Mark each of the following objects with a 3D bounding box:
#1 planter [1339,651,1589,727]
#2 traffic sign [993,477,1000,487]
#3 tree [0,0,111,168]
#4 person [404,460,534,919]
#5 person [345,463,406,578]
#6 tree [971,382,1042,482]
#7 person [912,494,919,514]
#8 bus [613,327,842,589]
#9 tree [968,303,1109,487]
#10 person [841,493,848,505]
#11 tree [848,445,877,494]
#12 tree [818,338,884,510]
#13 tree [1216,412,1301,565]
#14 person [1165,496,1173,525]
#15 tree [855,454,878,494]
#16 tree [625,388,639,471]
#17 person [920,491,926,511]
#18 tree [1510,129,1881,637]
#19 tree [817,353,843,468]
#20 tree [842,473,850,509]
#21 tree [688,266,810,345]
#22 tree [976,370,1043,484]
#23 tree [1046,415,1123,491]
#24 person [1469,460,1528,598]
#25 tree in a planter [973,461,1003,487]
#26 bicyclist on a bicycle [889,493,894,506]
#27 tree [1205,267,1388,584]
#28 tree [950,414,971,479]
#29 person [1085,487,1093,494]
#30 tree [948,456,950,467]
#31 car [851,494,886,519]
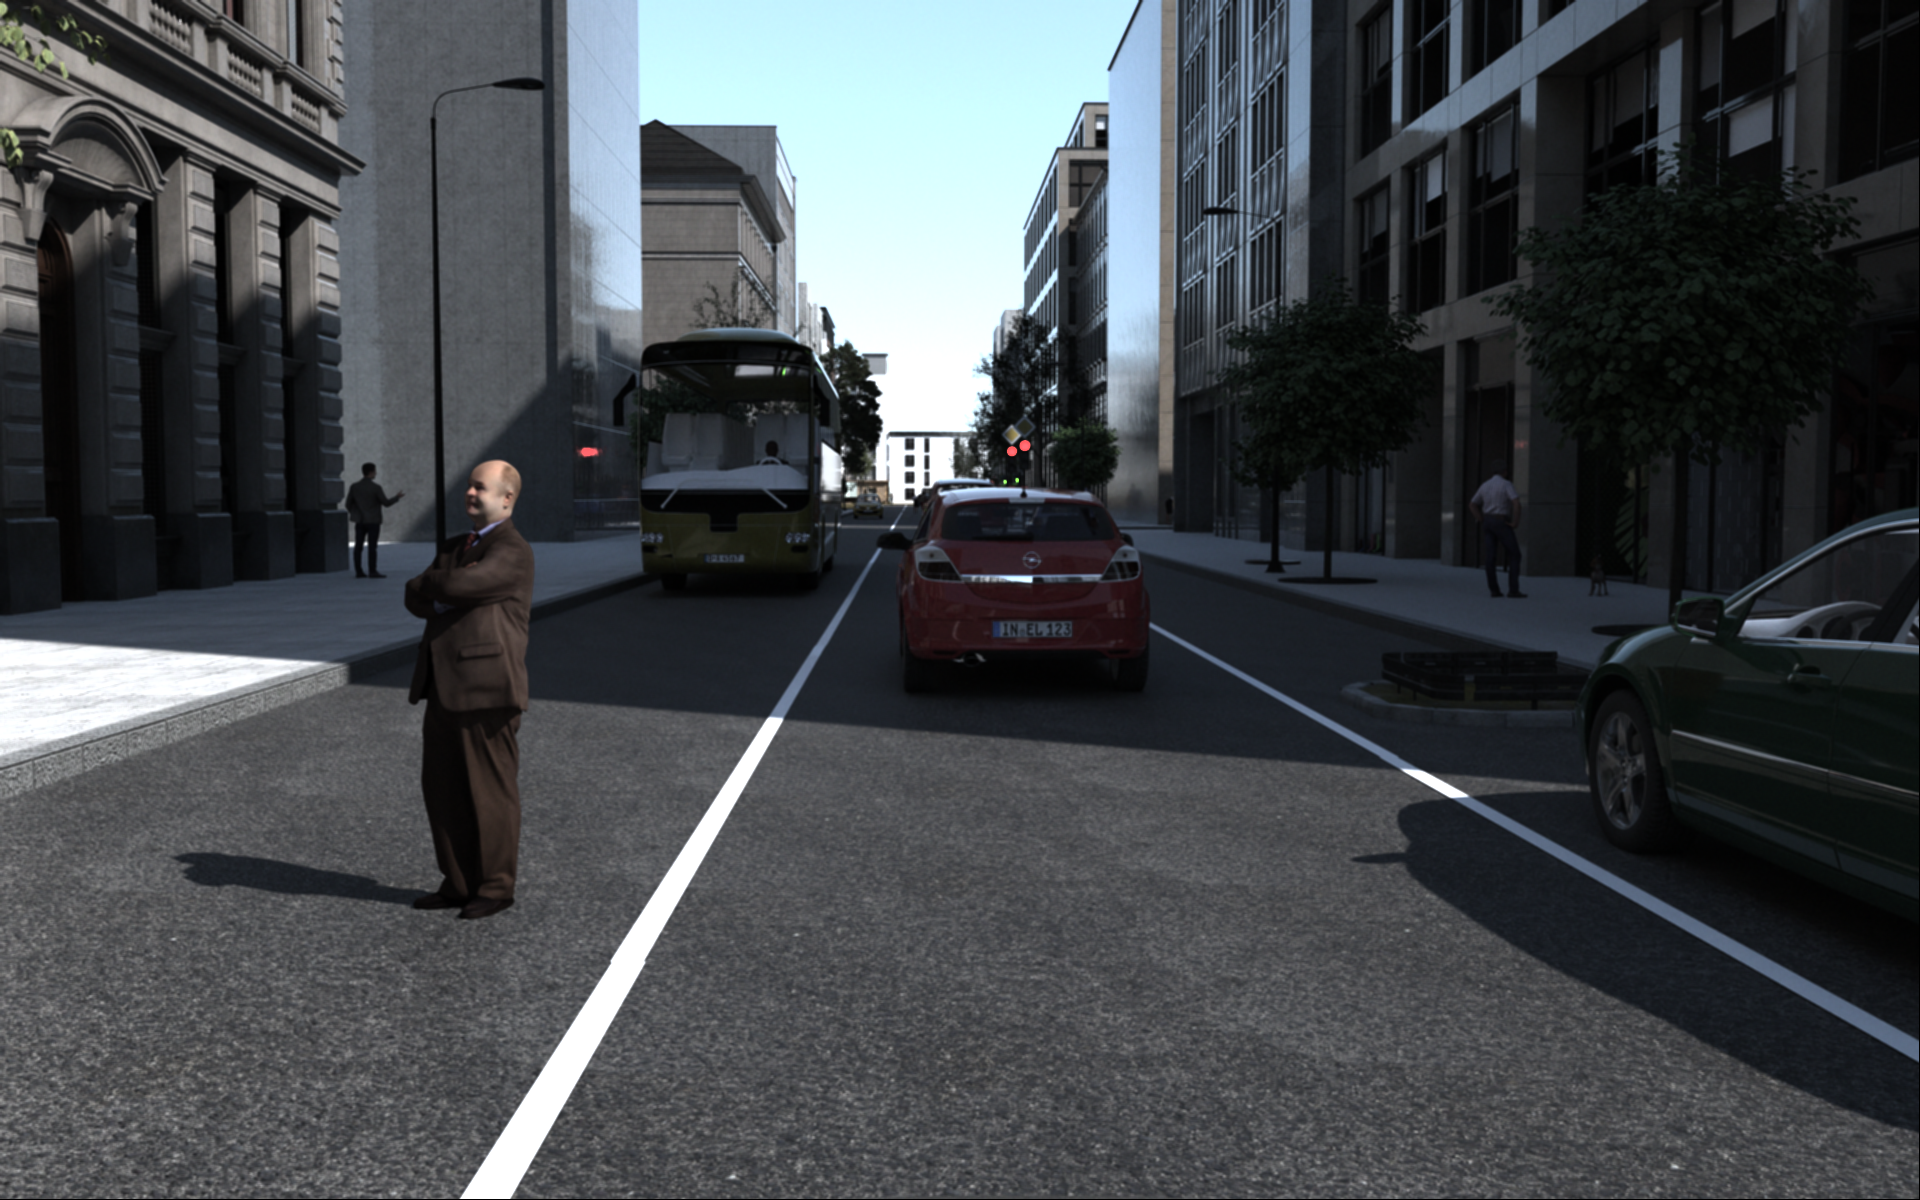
[{"bbox_3d":[3.631,0.581,11.642,1.991,0.319,1.994,0,4,-2],"label":"planter"},{"bbox_3d":[2.467,-7.684,125.628,0.884,2.594,0.081,0,4,2],"label":"traffic sign"},{"bbox_3d":[-5.611,-3.517,7.869,4.737,8.622,4.395,0,3,0],"label":"tree"},{"bbox_3d":[-1.652,0.299,5.881,0.388,1.546,0.482,-3,5,-43],"label":"person"},{"bbox_3d":[-8.977,-1.227,26.634,0.617,1.759,0.750,2,4,29],"label":"person"},{"bbox_3d":[3.131,-9.589,107.148,4.360,8.622,3.978,0,3,0],"label":"tree"},{"bbox_3d":[-3.276,-7.060,127.120,0.799,1.438,0.628,3,5,45],"label":"person"},{"bbox_3d":[-3.440,-2.310,29.321,2.896,3.916,12.252,0,4,-2],"label":"bus"},{"bbox_3d":[3.820,-9.221,85.183,7.601,10.594,8.767,0,4,7],"label":"tree"},{"bbox_3d":[-14.469,-12.644,212.778,1.348,1.822,0.705,0,4,-4],"label":"person"},{"bbox_3d":[-11.485,-15.229,199.352,4.737,8.622,4.395,0,3,0],"label":"tree"},{"bbox_3d":[-10.045,-14.249,140.389,7.806,13.903,7.818,0,3,0],"label":"tree"},{"bbox_3d":[5.824,-2.288,32.017,1.663,3.219,1.824,0,3,0],"label":"tree"},{"bbox_3d":[8.802,-3.763,70.749,0.799,1.438,0.628,-1,4,-12],"label":"person"},{"bbox_3d":[-12.445,-16.444,219.213,4.360,8.622,3.978,0,3,0],"label":"tree"},{"bbox_3d":[-6.769,-3.616,42.843,4.285,4.588,4.351,0,3,0],"label":"tree"},{"bbox_3d":[-2.418,-6.277,112.828,0.593,1.614,0.444,-3,4,-36],"label":"person"},{"bbox_3d":[6.481,-1.961,15.775,4.285,4.588,4.351,0,3,0],"label":"tree"},{"bbox_3d":[-8.266,-8.588,90.782,4.737,8.622,4.395,0,3,0],"label":"tree"},{"bbox_3d":[-9.926,-9.385,148.038,1.663,3.219,1.824,0,3,0],"label":"tree"},{"bbox_3d":[-7.133,-6.522,56.999,4.360,8.622,3.978,0,3,0],"label":"tree"},{"bbox_3d":[3.144,-9.258,101.728,4.737,8.622,4.395,0,3,0],"label":"tree"},{"bbox_3d":[5.189,-5.374,71.581,4.285,4.588,4.351,0,3,0],"label":"tree"},{"bbox_3d":[6.750,-0.895,21.608,0.436,1.711,0.756,-2,4,-26],"label":"person"},{"bbox_3d":[1.412,-5.905,93.766,1.991,3.239,1.994,0,4,-2],"label":"tree in a planter"},{"bbox_3d":[-8.414,-12.366,212.209,1.499,1.676,1.625,0,4,-1],"label":"bicyclist on a bicycle"},{"bbox_3d":[5.300,-2.540,25.250,4.285,4.588,4.351,0,3,0],"label":"tree"},{"bbox_3d":[2.075,-12.060,147.547,4.360,8.622,3.978,0,3,0],"label":"tree"},{"bbox_3d":[6.620,-5.097,89.253,0.709,1.838,0.599,-1,4,-18],"label":"person"},{"bbox_3d":[0.563,-15.450,202.976,4.360,8.622,3.978,0,3,0],"label":"tree"},{"bbox_3d":[-5.354,-5.564,101.187,2.015,1.641,3.980,0,4,-3],"label":"car"}]
